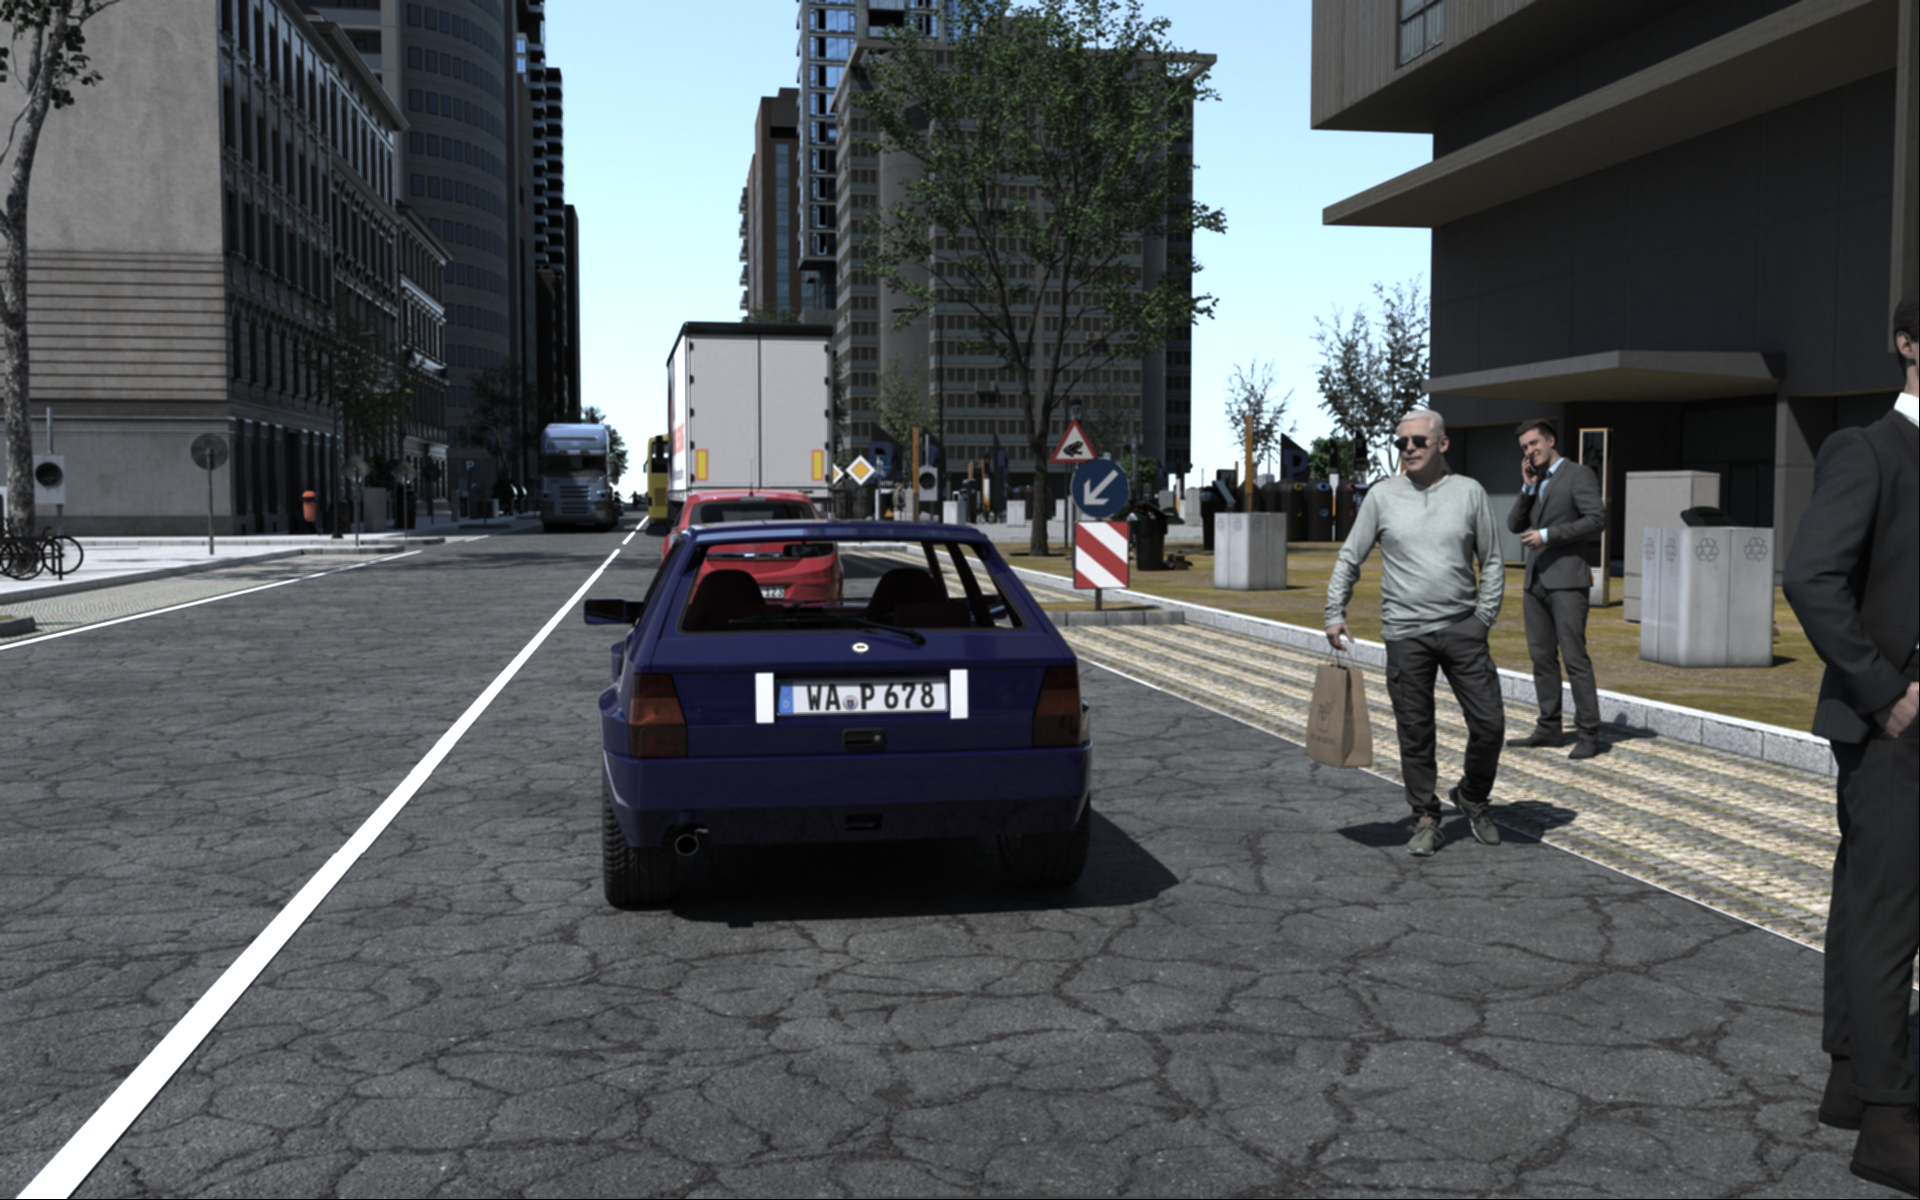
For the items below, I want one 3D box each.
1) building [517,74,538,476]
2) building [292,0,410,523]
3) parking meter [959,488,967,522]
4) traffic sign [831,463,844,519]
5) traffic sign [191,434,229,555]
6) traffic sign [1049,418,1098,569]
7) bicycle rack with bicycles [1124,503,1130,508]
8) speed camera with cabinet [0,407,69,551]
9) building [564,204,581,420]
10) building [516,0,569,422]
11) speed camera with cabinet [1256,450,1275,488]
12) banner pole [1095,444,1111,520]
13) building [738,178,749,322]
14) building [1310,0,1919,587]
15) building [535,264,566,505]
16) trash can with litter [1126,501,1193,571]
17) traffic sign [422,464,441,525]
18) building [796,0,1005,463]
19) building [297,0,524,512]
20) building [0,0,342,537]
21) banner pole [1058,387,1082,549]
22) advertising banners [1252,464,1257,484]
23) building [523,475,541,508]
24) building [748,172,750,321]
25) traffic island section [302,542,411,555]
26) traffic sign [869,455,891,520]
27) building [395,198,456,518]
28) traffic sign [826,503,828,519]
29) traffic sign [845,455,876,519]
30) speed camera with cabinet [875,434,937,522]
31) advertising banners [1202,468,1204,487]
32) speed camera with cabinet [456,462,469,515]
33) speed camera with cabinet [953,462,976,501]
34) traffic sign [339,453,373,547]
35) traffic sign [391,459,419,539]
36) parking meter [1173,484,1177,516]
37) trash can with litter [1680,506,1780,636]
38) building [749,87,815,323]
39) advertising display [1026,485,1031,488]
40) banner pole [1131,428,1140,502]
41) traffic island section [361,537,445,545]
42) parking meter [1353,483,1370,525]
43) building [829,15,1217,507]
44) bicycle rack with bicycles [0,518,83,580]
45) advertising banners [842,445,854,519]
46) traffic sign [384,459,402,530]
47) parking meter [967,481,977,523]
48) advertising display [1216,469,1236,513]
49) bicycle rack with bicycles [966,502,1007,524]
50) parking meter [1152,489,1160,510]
[{"bbox_3d":[-51.859,-32.443,180.556,14.600,45.320,14.200,-1,4,-10],"label":"building"},{"bbox_3d":[-31.975,-15.266,78.483,11.050,23.489,19.941,-1,4,-10],"label":"building"},{"bbox_3d":[0.135,-4.270,78.231,0.372,1.533,0.369,0,3,0],"label":"parking meter"},{"bbox_3d":[-3.861,-2.955,51.954,0.795,2.450,0.064,-1,4,-10],"label":"traffic sign"},{"bbox_3d":[-15.807,-2.227,36.510,0.768,2.556,0.104,0,4,-5],"label":"traffic sign"},{"bbox_3d":[1.943,-1.808,29.558,0.884,2.594,0.081,0,4,-7],"label":"traffic sign"},{"bbox_3d":[10.269,-6.514,119.888,2.852,0.926,2.925,-1,4,-23],"label":"bicycle rack with bicycles"},{"bbox_3d":[-21.310,-2.739,39.113,2.038,3.252,0.660,-1,4,-19],"label":"speed camera with cabinet"},{"bbox_3d":[-64.138,-37.234,258.884,14.600,45.320,14.200,-1,4,-10],"label":"building"},{"bbox_3d":[-63.695,-56.401,234.826,22.319,86.520,31.000,-1,4,-10],"label":"building"},{"bbox_3d":[14.299,-5.164,78.772,2.038,3.252,0.660,-3,5,-44],"label":"speed camera with cabinet"},{"bbox_3d":[7.191,-5.913,86.701,0.863,3.779,0.401,1,4,20],"label":"banner pole"},{"bbox_3d":[-19.917,-38.329,246.287,23.786,49.044,30.456,-1,4,-10],"label":"building"},{"bbox_3d":[22.443,-26.557,23.441,28.713,52.752,27.495,-1,4,-10],"label":"building"},{"bbox_3d":[-56.370,-27.058,214.098,14.160,30.474,14.107,-1,4,-10],"label":"building"},{"bbox_3d":[3.369,-1.088,29.181,1.055,1.170,0.624,-2,4,-29],"label":"trash can with litter"},{"bbox_3d":[-22.114,-4.430,72.537,0.768,2.556,0.104,0,4,-5],"label":"traffic sign"},{"bbox_3d":[-7.237,-52.425,169.826,22.319,86.520,31.000,-1,4,-10],"label":"building"},{"bbox_3d":[-46.310,-36.255,134.772,21.231,58.520,28.212,-1,4,-10],"label":"building"},{"bbox_3d":[-28.077,-12.878,59.710,9.793,20.994,18.267,-1,4,-10],"label":"building"},{"bbox_3d":[2.617,-3.086,40.467,0.401,3.779,0.863,-2,4,-30],"label":"banner pole"},{"bbox_3d":[17.214,-6.225,97.961,0.090,3.025,2.074,-3,5,-41],"label":"advertising banners"},{"bbox_3d":[-56.220,-28.671,160.650,32.217,40.220,23.993,-1,4,-10],"label":"building"},{"bbox_3d":[-19.936,-35.066,223.441,14.600,45.320,14.200,-1,4,-10],"label":"building"},{"bbox_3d":[-14.682,-1.213,42.121,2.009,0.180,2.903,-1,4,-10],"label":"traffic island section"},{"bbox_3d":[-2.617,-3.442,56.375,0.768,2.556,0.104,0,4,-7],"label":"traffic sign"},{"bbox_3d":[-35.444,-14.356,99.342,10.561,19.102,19.286,-1,4,-10],"label":"building"},{"bbox_3d":[-5.658,-4.498,73.646,0.768,2.556,0.104,-1,4,-9],"label":"traffic sign"},{"bbox_3d":[-2.533,-2.473,44.080,0.795,2.450,0.064,-1,4,-10],"label":"traffic sign"},{"bbox_3d":[-1.768,-3.846,57.220,2.038,3.252,0.660,0,4,0],"label":"speed camera with cabinet"},{"bbox_3d":[15.999,-7.293,115.432,0.090,3.025,2.074,1,4,22],"label":"advertising banners"},{"bbox_3d":[-30.019,-6.754,104.766,0.660,3.252,2.038,-2,4,-24],"label":"speed camera with cabinet"},{"bbox_3d":[0.264,-6.880,106.831,0.660,3.252,2.038,-2,4,-27],"label":"speed camera with cabinet"},{"bbox_3d":[-14.660,-2.350,42.063,0.795,2.450,0.064,-1,4,-10],"label":"traffic sign"},{"bbox_3d":[-15.988,-2.831,49.937,0.795,2.450,0.064,-1,4,-10],"label":"traffic sign"},{"bbox_3d":[12.602,-5.825,100.950,0.255,1.863,0.399,1,4,21],"label":"parking meter"},{"bbox_3d":[6.835,-0.239,15.295,0.624,1.170,1.055,-1,4,-12],"label":"trash can with litter"},{"bbox_3d":[-15.396,-33.182,192.640,14.600,45.320,14.200,-1,4,-10],"label":"building"},{"bbox_3d":[4.865,-7.182,122.635,0.123,1.923,0.974,-1,4,-11],"label":"advertising display"},{"bbox_3d":[6.598,-4.594,65.124,0.401,3.779,0.863,2,4,31],"label":"banner pole"},{"bbox_3d":[-16.010,-1.695,49.995,2.009,0.180,2.903,-1,4,-10],"label":"traffic island section"},{"bbox_3d":[9.460,-1.982,40.811,0.372,1.533,0.369,0,3,0],"label":"parking meter"},{"bbox_3d":[2.499,-27.716,145.044,32.217,40.220,23.993,-1,4,-10],"label":"building"},{"bbox_3d":[-14.780,-0.776,26.071,2.925,0.926,2.852,-2,4,-29],"label":"bicycle rack with bicycles"},{"bbox_3d":[-4.118,-4.109,63.377,0.090,3.025,2.074,0,4,7],"label":"advertising banners"},{"bbox_3d":[-20.358,-3.812,62.431,0.768,2.556,0.104,0,3,0],"label":"traffic sign"},{"bbox_3d":[0.543,-4.381,77.341,0.399,1.863,0.255,-2,4,-31],"label":"parking meter"},{"bbox_3d":[6.924,-2.438,45.082,0.123,1.923,0.974,2,4,33],"label":"advertising display"},{"bbox_3d":[1.048,-3.749,74.682,2.852,0.926,2.925,-1,4,-21],"label":"bicycle rack with bicycles"},{"bbox_3d":[9.244,-4.486,81.762,0.372,1.533,0.369,0,3,0],"label":"parking meter"}]
